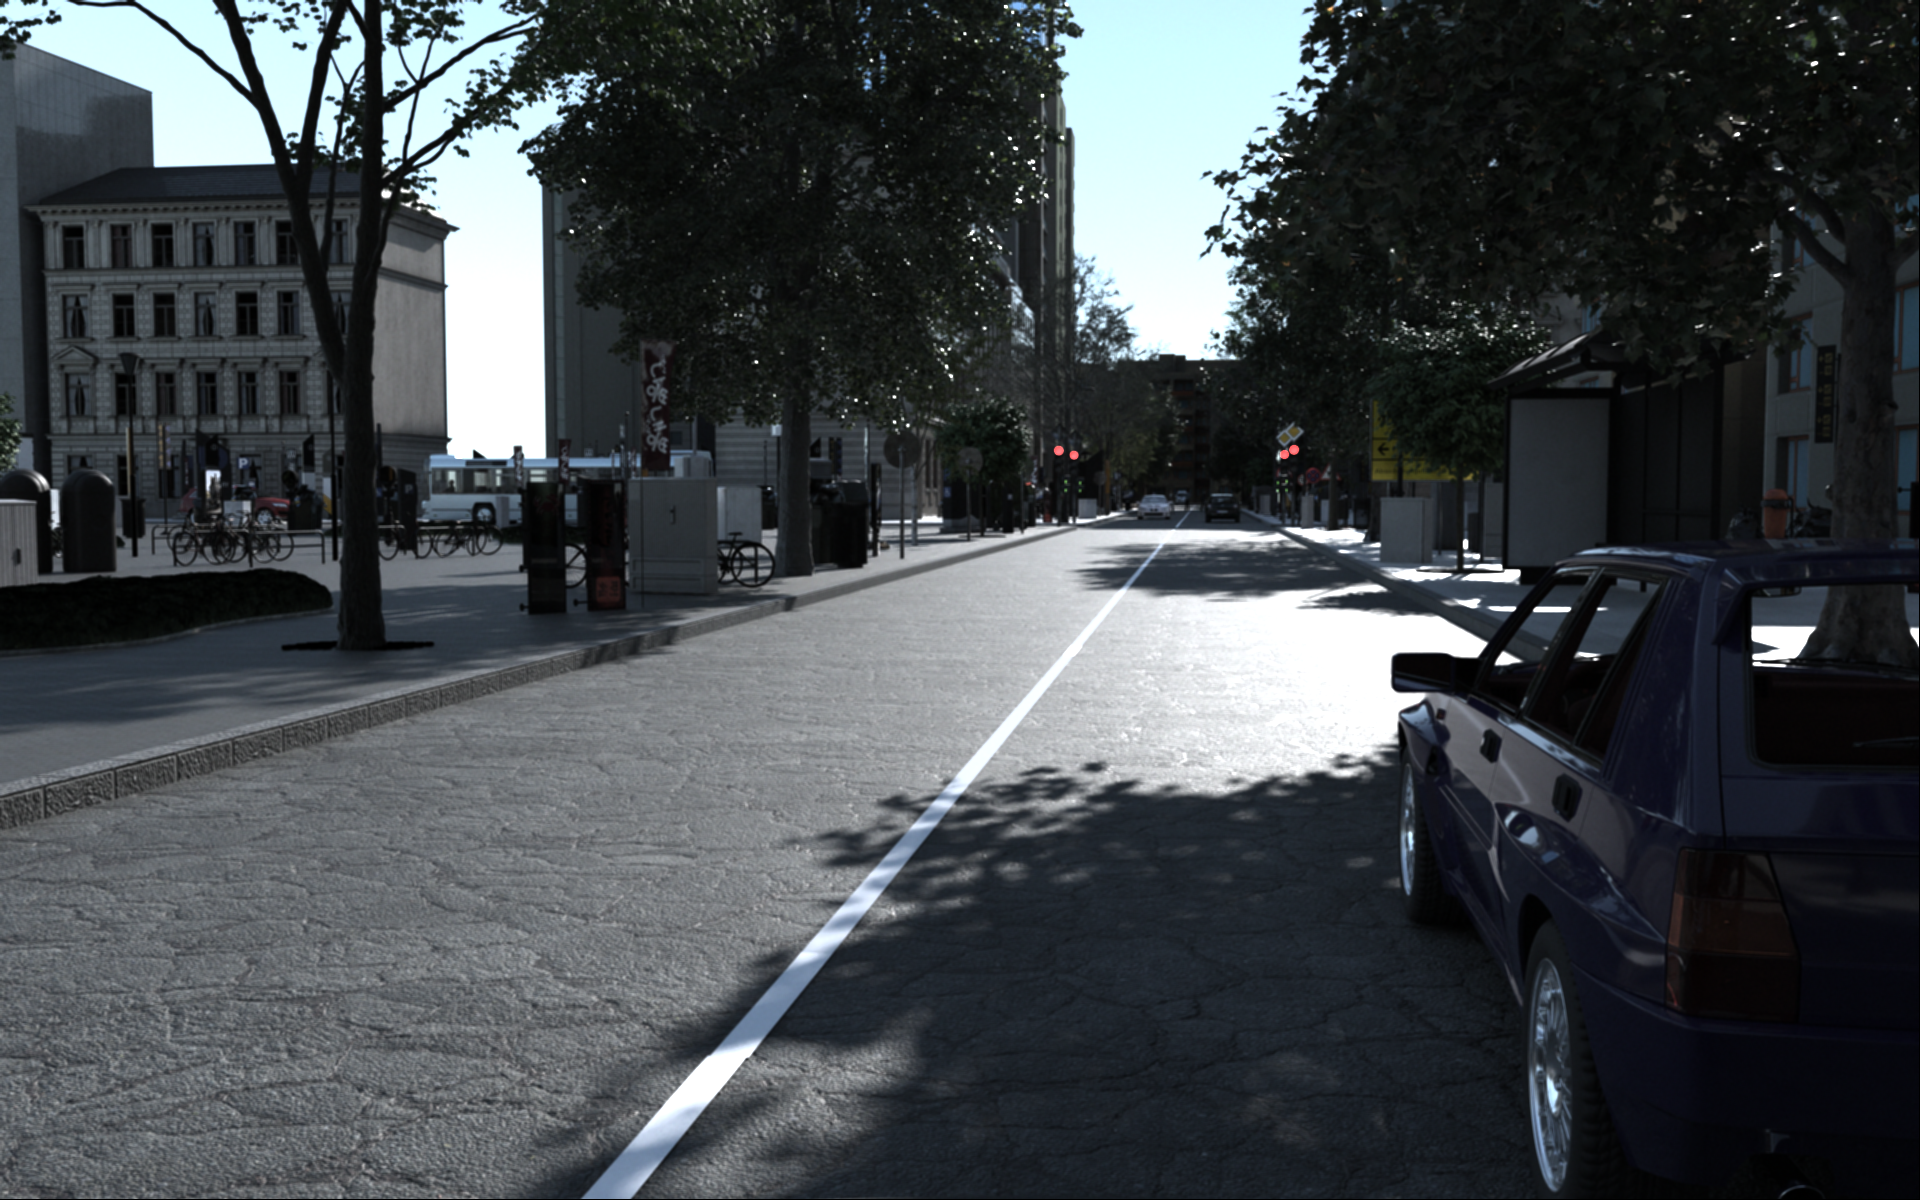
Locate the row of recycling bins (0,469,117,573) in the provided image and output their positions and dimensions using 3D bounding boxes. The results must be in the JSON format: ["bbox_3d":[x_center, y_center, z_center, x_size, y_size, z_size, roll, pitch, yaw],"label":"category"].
[{"bbox_3d":[-15.650,-1.286,28.140,3.534,1.692,1.069,-1,4,-18],"label":"row of recycling bins"}]

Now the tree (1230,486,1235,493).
[{"bbox_3d":[34.124,-13.426,214.120,1.663,3.219,1.824,0,3,0],"label":"tree"}]

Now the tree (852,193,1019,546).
[{"bbox_3d":[-0.996,-5.638,42.542,4.737,8.622,4.395,0,3,0],"label":"tree"}]

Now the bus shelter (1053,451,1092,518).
[{"bbox_3d":[6.294,-6.436,96.514,1.731,3.624,6.357,0,4,8],"label":"bus shelter"}]

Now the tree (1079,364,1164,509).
[{"bbox_3d":[14.149,-14.113,148.877,7.486,12.596,7.792,0,3,0],"label":"tree"}]

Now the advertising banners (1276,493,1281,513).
[{"bbox_3d":[21.649,-7.369,116.674,0.090,3.025,2.074,-2,4,-27],"label":"advertising banners"}]

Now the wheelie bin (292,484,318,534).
[{"bbox_3d":[-20.895,-2.897,55.278,0.693,1.594,0.980,0,4,-6],"label":"wheelie bin"}]

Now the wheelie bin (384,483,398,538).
[{"bbox_3d":[-15.748,-2.481,48.473,0.693,1.594,0.980,-2,4,-31],"label":"wheelie bin"}]

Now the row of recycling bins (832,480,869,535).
[{"bbox_3d":[-3.874,-2.804,52.964,1.069,1.692,3.534,-2,4,-33],"label":"row of recycling bins"}]

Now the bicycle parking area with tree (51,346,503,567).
[{"bbox_3d":[-14.352,-2.898,34.384,8.231,4.147,9.016,3,4,36],"label":"bicycle parking area with tree"}]

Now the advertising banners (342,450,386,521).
[{"bbox_3d":[-23.521,-4.449,68.922,2.074,3.025,0.090,0,4,-1],"label":"advertising banners"}]

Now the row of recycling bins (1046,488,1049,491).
[{"bbox_3d":[4.190,-6.506,113.485,3.534,1.692,1.069,1,4,20],"label":"row of recycling bins"}]

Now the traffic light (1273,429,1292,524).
[{"bbox_3d":[13.965,-5.249,74.749,0.839,4.253,0.868,0,4,8],"label":"traffic light"}]

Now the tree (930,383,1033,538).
[{"bbox_3d":[0.708,-4.162,51.770,4.285,4.588,4.351,0,3,0],"label":"tree"}]

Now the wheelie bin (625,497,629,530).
[{"bbox_3d":[-7.434,-2.003,40.662,0.693,1.594,0.980,0,4,7],"label":"wheelie bin"}]

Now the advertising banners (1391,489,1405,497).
[{"bbox_3d":[13.445,-3.536,54.000,0.090,3.025,2.074,3,4,36],"label":"advertising banners"}]

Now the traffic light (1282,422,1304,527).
[{"bbox_3d":[12.849,-4.766,66.842,0.839,4.253,0.868,0,4,8],"label":"traffic light"}]

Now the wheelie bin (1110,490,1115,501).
[{"bbox_3d":[11.401,-7.626,132.595,0.693,1.594,0.980,3,5,39],"label":"wheelie bin"}]

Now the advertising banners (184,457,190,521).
[{"bbox_3d":[-37.075,-5.350,83.657,0.090,3.025,2.074,0,4,-5],"label":"advertising banners"}]

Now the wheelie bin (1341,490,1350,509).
[{"bbox_3d":[32.125,-8.361,144.614,0.693,1.594,0.980,-3,4,-38],"label":"wheelie bin"}]

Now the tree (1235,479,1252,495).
[{"bbox_3d":[24.448,-9.200,145.019,1.663,3.219,1.824,0,3,0],"label":"tree"}]

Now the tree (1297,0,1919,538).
[{"bbox_3d":[6.444,-5.826,12.255,9.611,12.733,9.660,0,3,0],"label":"tree"}]

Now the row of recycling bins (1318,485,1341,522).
[{"bbox_3d":[16.791,-4.371,78.575,1.069,1.692,3.534,1,4,9],"label":"row of recycling bins"}]

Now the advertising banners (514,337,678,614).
[{"bbox_3d":[-3.929,-1.398,19.046,0.090,3.025,2.074,3,5,44],"label":"advertising banners"}]

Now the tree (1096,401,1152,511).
[{"bbox_3d":[12.068,-10.890,128.419,4.360,8.622,3.978,0,3,0],"label":"tree"}]

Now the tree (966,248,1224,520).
[{"bbox_3d":[5.413,-10.736,85.904,12.009,13.543,11.850,0,3,0],"label":"tree"}]

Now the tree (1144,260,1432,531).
[{"bbox_3d":[12.882,-8.225,60.236,9.928,11.665,9.643,0,3,0],"label":"tree"}]

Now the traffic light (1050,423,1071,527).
[{"bbox_3d":[3.924,-4.842,68.081,0.839,4.253,0.868,0,4,8],"label":"traffic light"}]

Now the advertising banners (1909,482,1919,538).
[{"bbox_3d":[12.421,-1.593,22.227,0.090,3.025,2.074,-2,4,-28],"label":"advertising banners"}]

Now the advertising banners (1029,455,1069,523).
[{"bbox_3d":[3.949,-4.969,77.433,2.074,3.025,0.090,2,4,34],"label":"advertising banners"}]

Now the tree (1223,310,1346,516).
[{"bbox_3d":[18.500,-11.656,100.939,12.009,13.543,11.850,0,3,0],"label":"tree"}]

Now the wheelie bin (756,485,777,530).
[{"bbox_3d":[-7.011,-3.345,62.606,0.980,1.594,0.693,-2,4,-26],"label":"wheelie bin"}]

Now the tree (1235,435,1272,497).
[{"bbox_3d":[27.997,-13.151,165.374,4.360,8.622,3.978,0,3,0],"label":"tree"}]

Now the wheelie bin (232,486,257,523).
[{"bbox_3d":[-28.385,-3.723,68.783,0.693,1.594,0.980,2,4,34],"label":"wheelie bin"}]

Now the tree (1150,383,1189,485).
[{"bbox_3d":[20.339,-17.469,192.267,9.857,13.997,8.962,0,3,0],"label":"tree"}]

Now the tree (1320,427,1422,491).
[{"bbox_3d":[22.074,-8.703,92.650,4.737,8.622,4.395,0,3,0],"label":"tree"}]

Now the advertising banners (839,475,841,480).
[{"bbox_3d":[-5.594,-5.355,83.747,0.090,3.025,2.074,1,4,14],"label":"advertising banners"}]

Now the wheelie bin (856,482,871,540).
[{"bbox_3d":[-2.788,-2.267,44.981,0.980,1.594,0.693,-1,4,-20],"label":"wheelie bin"}]

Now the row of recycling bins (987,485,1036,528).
[{"bbox_3d":[1.726,-3.630,66.458,1.069,1.692,3.534,2,4,35],"label":"row of recycling bins"}]

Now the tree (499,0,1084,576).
[{"bbox_3d":[-2.673,-7.365,27.073,9.857,13.997,8.962,0,3,0],"label":"tree"}]

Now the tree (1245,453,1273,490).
[{"bbox_3d":[23.203,-9.022,131.219,4.285,4.588,4.351,0,3,0],"label":"tree"}]

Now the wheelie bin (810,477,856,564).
[{"bbox_3d":[-2.558,-1.483,32.149,0.693,1.594,0.980,2,4,35],"label":"wheelie bin"}]

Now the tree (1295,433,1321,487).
[{"bbox_3d":[24.783,-10.030,114.346,4.737,8.622,4.395,0,3,0],"label":"tree"}]

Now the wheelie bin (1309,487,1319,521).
[{"bbox_3d":[16.812,-4.539,82.114,0.693,1.594,0.980,-2,4,-24],"label":"wheelie bin"}]

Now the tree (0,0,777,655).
[{"bbox_3d":[-5.078,-5.392,13.922,9.928,11.665,9.643,0,3,0],"label":"tree"}]

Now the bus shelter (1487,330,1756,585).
[{"bbox_3d":[8.112,-1.711,21.905,2.014,3.302,5.546,1,4,8],"label":"bus shelter"}]

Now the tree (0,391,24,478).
[{"bbox_3d":[-26.295,-3.784,45.576,4.285,4.588,4.351,0,3,0],"label":"tree"}]

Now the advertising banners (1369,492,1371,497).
[{"bbox_3d":[25.141,-6.691,105.589,0.090,3.025,2.074,0,4,6],"label":"advertising banners"}]

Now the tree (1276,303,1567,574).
[{"bbox_3d":[8.286,-2.731,28.361,4.285,4.588,4.351,0,3,0],"label":"tree"}]

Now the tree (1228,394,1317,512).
[{"bbox_3d":[22.682,-11.569,123.563,7.601,10.594,8.767,0,4,7],"label":"tree"}]
